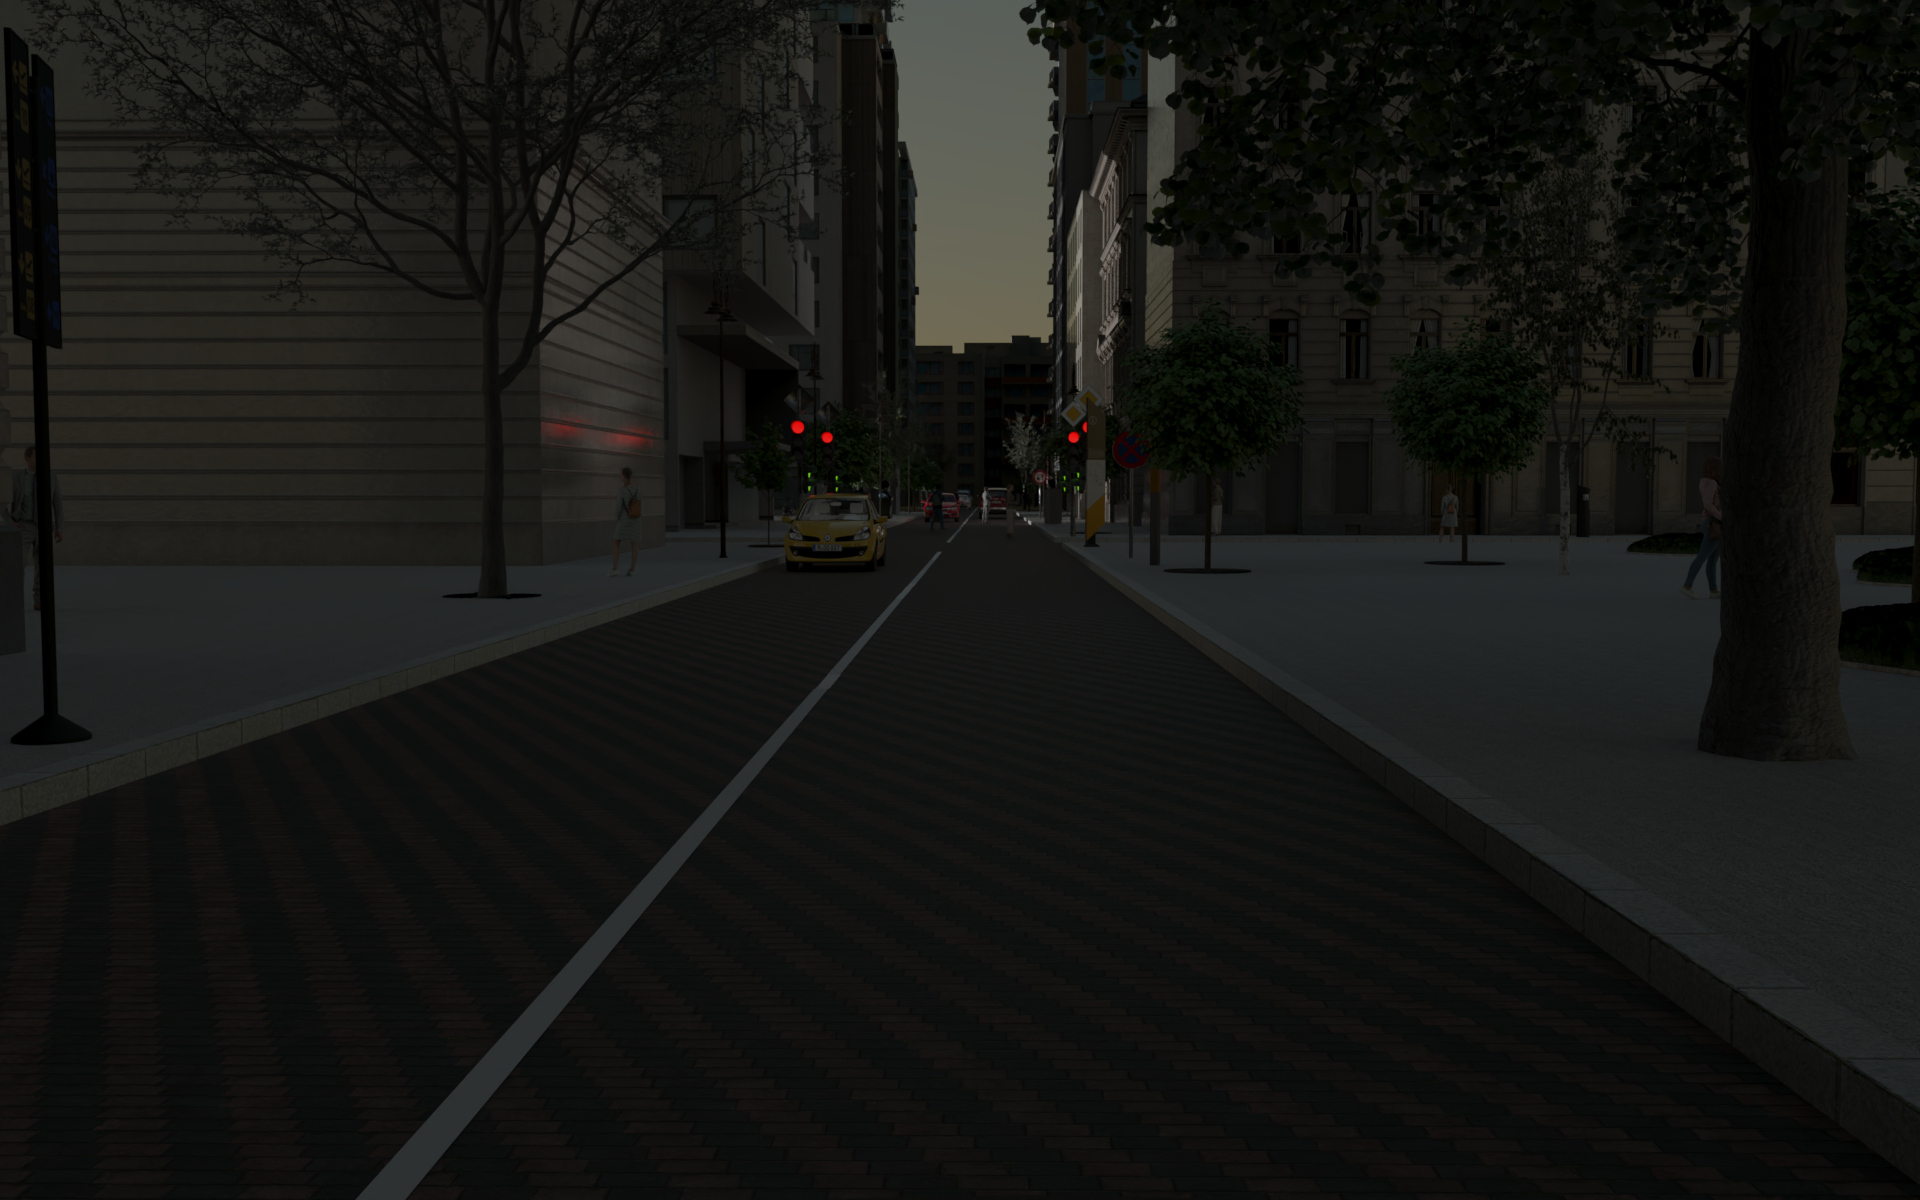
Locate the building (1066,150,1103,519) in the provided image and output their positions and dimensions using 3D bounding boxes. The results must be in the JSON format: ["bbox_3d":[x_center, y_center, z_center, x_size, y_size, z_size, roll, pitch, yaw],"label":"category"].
[{"bbox_3d":[11.448,-14.701,95.115,10.420,20.320,16.860,0,4,1],"label":"building"}]

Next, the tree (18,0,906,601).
[{"bbox_3d":[-5.682,-6.776,21.159,12.009,13.543,11.850,0,3,0],"label":"tree"}]

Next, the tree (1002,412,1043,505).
[{"bbox_3d":[5.760,-12.462,154.109,4.360,8.622,3.978,0,3,0],"label":"tree"}]

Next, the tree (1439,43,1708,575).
[{"bbox_3d":[9.518,-4.685,26.963,4.360,8.622,3.978,0,3,0],"label":"tree"}]

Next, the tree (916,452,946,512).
[{"bbox_3d":[-3.346,-8.634,124.872,4.285,4.588,4.351,0,3,0],"label":"tree"}]

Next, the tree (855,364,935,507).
[{"bbox_3d":[-3.794,-9.030,98.006,4.360,8.622,3.978,0,3,0],"label":"tree"}]

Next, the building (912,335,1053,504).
[{"bbox_3d":[8.664,-23.308,226.119,28.899,21.520,27.650,0,4,1],"label":"building"}]

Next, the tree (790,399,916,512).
[{"bbox_3d":[-4.208,-4.681,60.243,4.285,4.588,4.351,0,3,0],"label":"tree"}]

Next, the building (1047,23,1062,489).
[{"bbox_3d":[19.073,-30.619,155.251,22.147,44.769,28.867,0,4,1],"label":"building"}]

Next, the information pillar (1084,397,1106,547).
[{"bbox_3d":[3.272,-3.095,41.958,0.504,3.616,0.183,-1,4,-18],"label":"information pillar"}]

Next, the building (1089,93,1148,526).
[{"bbox_3d":[11.536,-12.996,77.109,10.561,19.102,19.286,0,4,1],"label":"building"}]

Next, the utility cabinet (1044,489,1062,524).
[{"bbox_3d":[3.987,-4.010,74.237,0.318,1.500,1.173,2,4,27],"label":"utility cabinet"}]

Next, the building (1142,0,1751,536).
[{"bbox_3d":[15.451,-12.745,57.534,18.267,20.994,9.793,0,4,1],"label":"building"}]

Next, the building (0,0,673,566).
[{"bbox_3d":[-18.877,-11.892,36.235,24.055,21.916,13.314,0,4,1],"label":"building"}]

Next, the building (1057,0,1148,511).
[{"bbox_3d":[14.766,-29.583,133.789,14.600,45.320,14.200,0,4,1],"label":"building"}]

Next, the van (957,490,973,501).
[{"bbox_3d":[0.327,-10.438,177.678,2.013,2.044,4.112,0,4,1],"label":"van"}]

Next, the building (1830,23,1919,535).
[{"bbox_3d":[46.712,-17.387,60.695,44.131,29.872,17.030,0,4,1],"label":"building"}]

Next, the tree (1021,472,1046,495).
[{"bbox_3d":[5.997,-8.256,129.592,1.663,3.219,1.824,0,3,0],"label":"tree"}]

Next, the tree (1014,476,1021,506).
[{"bbox_3d":[6.419,-11.651,185.099,1.663,3.219,1.824,0,3,0],"label":"tree"}]

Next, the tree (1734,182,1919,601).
[{"bbox_3d":[9.465,-2.028,16.872,4.285,4.588,4.351,0,3,0],"label":"tree"}]

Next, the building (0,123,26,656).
[{"bbox_3d":[-12.543,-10.726,4.241,11.050,23.489,19.941,0,4,1],"label":"building"}]

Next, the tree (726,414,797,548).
[{"bbox_3d":[-4.630,-2.899,42.004,1.663,3.219,1.824,0,3,0],"label":"tree"}]

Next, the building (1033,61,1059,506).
[{"bbox_3d":[19.383,-53.295,184.049,22.319,86.520,31.000,0,4,1],"label":"building"}]

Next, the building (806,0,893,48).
[{"bbox_3d":[-16.970,-31.969,142.307,23.786,49.044,30.456,0,4,1],"label":"building"}]

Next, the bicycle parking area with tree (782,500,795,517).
[{"bbox_3d":[-13.481,-6.606,95.008,8.231,4.147,9.016,1,4,22],"label":"bicycle parking area with tree"}]

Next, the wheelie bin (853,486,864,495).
[{"bbox_3d":[-4.109,-3.901,71.697,0.693,1.594,0.980,-1,4,-9],"label":"wheelie bin"}]

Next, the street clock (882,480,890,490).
[{"bbox_3d":[-3.902,-5.231,90.098,0.471,2.002,0.358,0,4,3],"label":"street clock"}]

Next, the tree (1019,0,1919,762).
[{"bbox_3d":[4.147,-6.214,8.261,9.857,13.997,8.962,0,3,0],"label":"tree"}]

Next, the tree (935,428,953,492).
[{"bbox_3d":[-3.856,-13.164,165.589,4.360,8.622,3.978,0,3,0],"label":"tree"}]

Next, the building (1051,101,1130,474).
[{"bbox_3d":[13.593,-19.679,115.253,14.314,27.812,24.014,0,4,1],"label":"building"}]

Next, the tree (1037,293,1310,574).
[{"bbox_3d":[4.000,-2.736,28.453,4.285,4.588,4.351,0,3,0],"label":"tree"}]

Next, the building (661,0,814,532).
[{"bbox_3d":[-20.372,-29.364,69.334,28.713,52.752,27.495,0,4,1],"label":"building"}]

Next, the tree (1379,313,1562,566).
[{"bbox_3d":[9.330,-2.934,31.684,4.285,4.588,4.351,0,3,0],"label":"tree"}]

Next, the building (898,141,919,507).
[{"bbox_3d":[-16.583,-30.215,185.900,23.993,40.220,32.217,0,4,1],"label":"building"}]

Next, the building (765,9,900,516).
[{"bbox_3d":[-11.133,-20.532,107.403,14.160,30.474,14.107,0,4,1],"label":"building"}]

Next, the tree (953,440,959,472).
[{"bbox_3d":[-2.222,-14.241,183.200,4.360,8.622,3.978,0,3,0],"label":"tree"}]

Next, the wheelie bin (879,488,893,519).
[{"bbox_3d":[-3.777,-4.915,88.265,0.693,1.594,0.980,0,4,5],"label":"wheelie bin"}]
